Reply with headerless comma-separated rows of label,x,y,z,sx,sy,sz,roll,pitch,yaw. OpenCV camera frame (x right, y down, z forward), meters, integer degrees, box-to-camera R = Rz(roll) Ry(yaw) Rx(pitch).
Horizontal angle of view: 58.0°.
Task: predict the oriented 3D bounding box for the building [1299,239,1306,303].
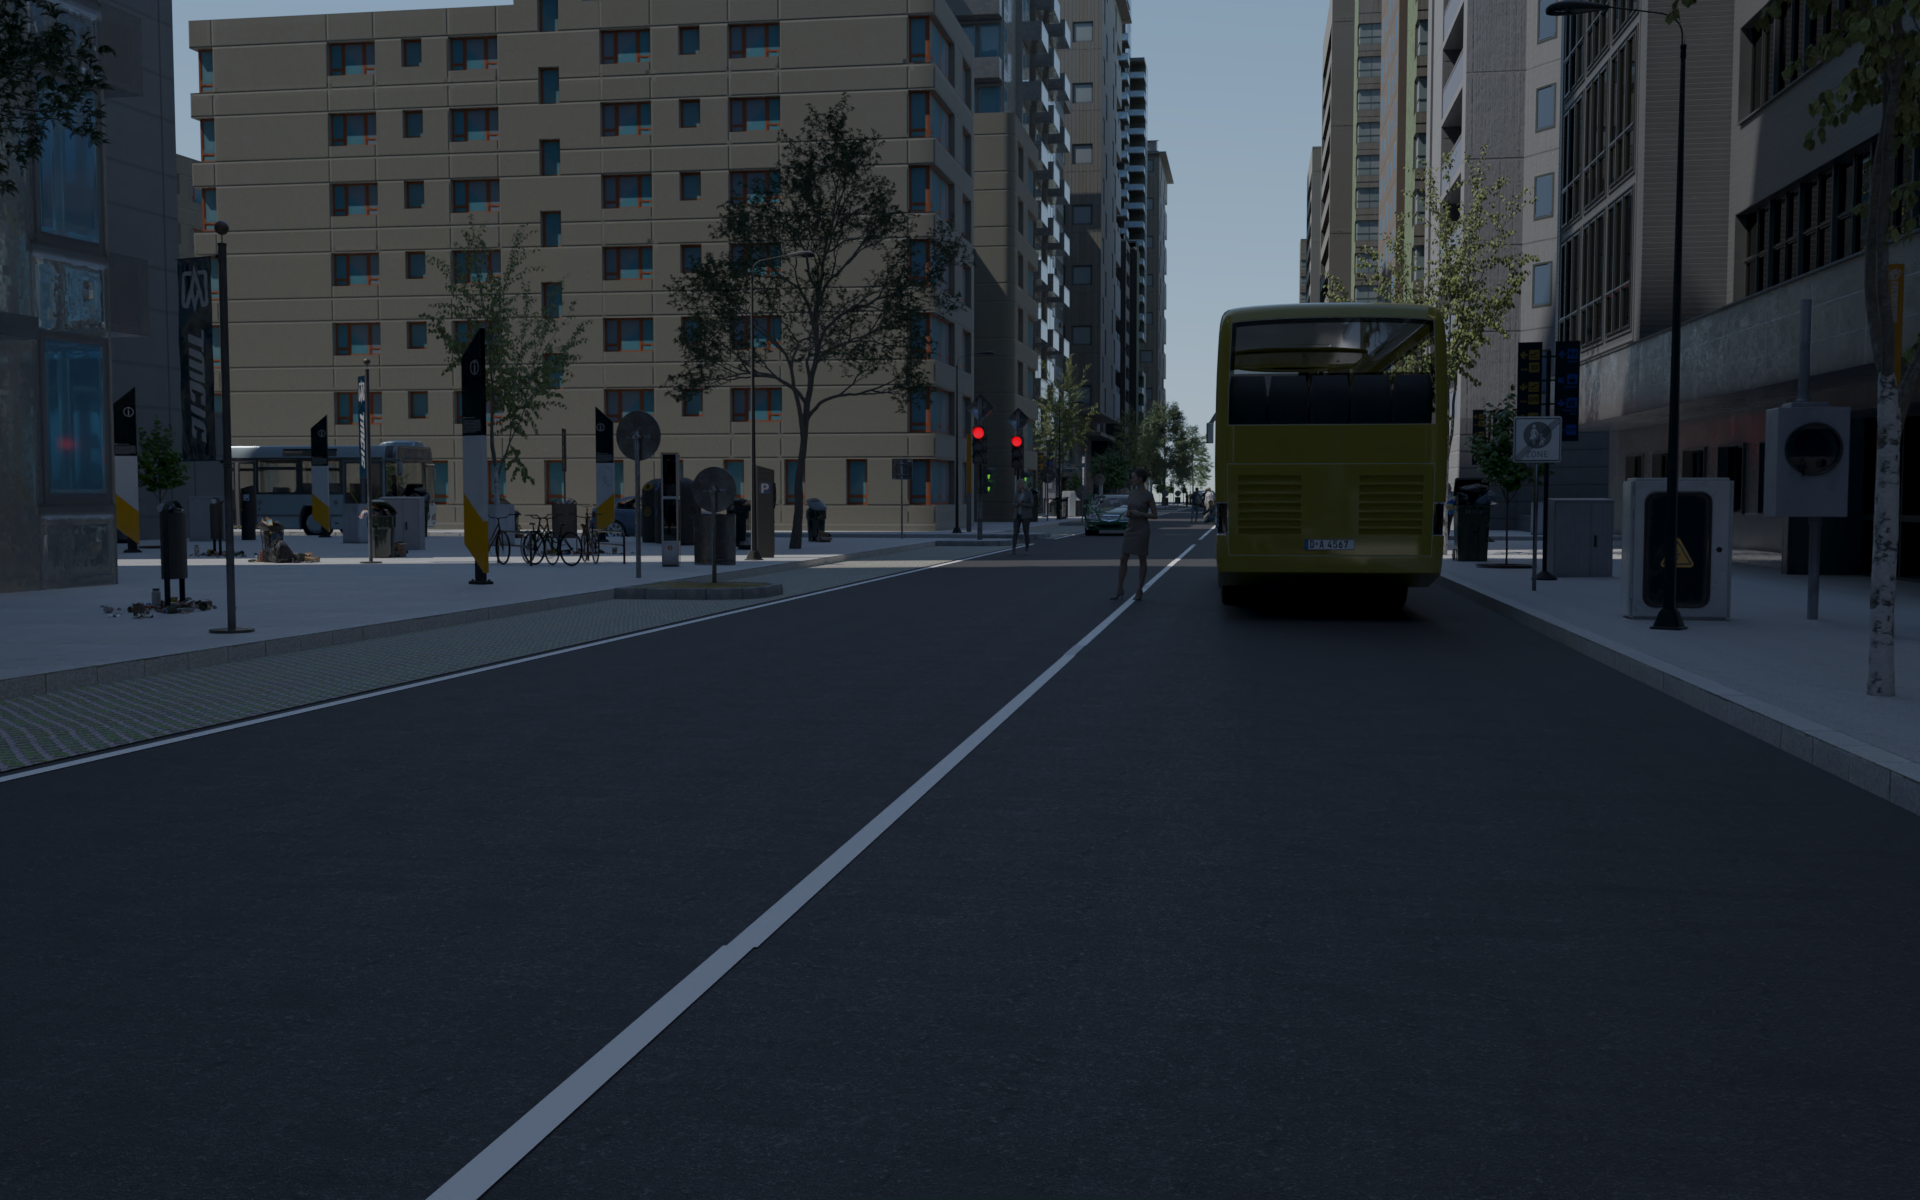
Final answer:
building,61.184,-36.295,277.013,14.154,41.232,14.086,1,4,10

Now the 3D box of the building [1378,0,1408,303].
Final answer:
building,33.133,-27.847,105.417,14.600,45.320,14.200,1,4,10

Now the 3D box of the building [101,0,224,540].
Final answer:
building,-33.831,-36.909,41.715,20.611,71.187,20.563,1,4,10

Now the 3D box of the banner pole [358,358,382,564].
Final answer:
banner pole,-11.054,-2.580,32.199,0.401,3.779,0.863,-2,4,-34

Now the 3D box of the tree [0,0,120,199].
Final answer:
tree,-7.798,-4.560,8.963,7.601,10.594,8.767,0,4,5

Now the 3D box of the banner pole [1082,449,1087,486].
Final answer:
banner pole,6.939,-6.525,96.698,0.401,3.779,0.863,-1,4,-17

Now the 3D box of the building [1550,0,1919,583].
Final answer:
building,18.917,-12.684,26.454,14.314,24.678,30.058,1,4,10

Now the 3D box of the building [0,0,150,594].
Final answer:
building,-23.522,-24.000,12.013,23.786,49.044,30.456,1,4,10

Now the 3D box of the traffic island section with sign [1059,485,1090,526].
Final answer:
traffic island section with sign,5.586,-4.280,78.605,1.989,1.847,2.006,1,4,10

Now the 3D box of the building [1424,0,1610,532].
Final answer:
building,32.238,-31.793,61.812,28.212,58.520,21.231,1,4,10

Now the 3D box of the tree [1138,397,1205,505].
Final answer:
tree,24.195,-17.622,205.129,9.611,12.733,9.660,0,3,0

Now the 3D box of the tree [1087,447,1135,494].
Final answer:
tree,10.432,-8.314,119.644,4.285,4.588,4.351,0,3,0

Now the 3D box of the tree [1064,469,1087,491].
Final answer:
tree,8.569,-8.253,129.537,1.663,3.219,1.824,0,3,0

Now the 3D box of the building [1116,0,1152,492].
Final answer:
building,15.107,-56.227,231.982,22.319,86.520,31.000,1,4,10

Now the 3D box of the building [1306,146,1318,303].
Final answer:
building,56.633,-36.962,228.034,21.300,48.544,21.600,1,4,10

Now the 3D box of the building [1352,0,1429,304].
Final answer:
building,39.017,-27.991,141.246,14.154,41.232,14.086,1,4,10

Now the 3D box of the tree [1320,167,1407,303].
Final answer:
tree,10.057,-5.269,36.515,4.737,8.622,4.395,0,3,0

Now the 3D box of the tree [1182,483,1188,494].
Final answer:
tree,34.724,-16.750,268.465,1.663,3.219,1.824,0,3,0

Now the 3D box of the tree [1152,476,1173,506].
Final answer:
tree,25.221,-13.505,215.411,1.663,3.219,1.824,0,3,0

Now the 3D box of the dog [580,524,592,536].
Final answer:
dog,-11.695,-2.163,54.649,0.406,0.507,0.540,1,4,9

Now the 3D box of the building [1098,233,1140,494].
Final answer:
building,12.276,-25.645,191.003,14.160,30.474,14.107,1,4,10

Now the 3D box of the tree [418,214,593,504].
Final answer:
tree,-12.236,-5.877,46.457,4.737,8.622,4.395,0,3,0

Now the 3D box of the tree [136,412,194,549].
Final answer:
tree,-19.084,-2.838,40.997,1.663,3.219,1.824,0,3,0

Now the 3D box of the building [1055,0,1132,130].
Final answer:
building,1.645,-35.572,170.839,28.713,52.752,27.495,1,4,10

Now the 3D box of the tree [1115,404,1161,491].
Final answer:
tree,14.425,-11.798,143.263,4.737,8.622,4.395,0,3,0

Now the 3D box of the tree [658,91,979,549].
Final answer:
tree,-3.557,-6.468,40.159,7.601,10.594,8.767,2,4,23

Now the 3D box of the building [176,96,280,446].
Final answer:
building,-54.830,-14.697,85.338,28.899,21.520,27.650,1,4,10

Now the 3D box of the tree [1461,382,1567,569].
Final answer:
tree,9.674,-2.173,30.125,1.663,3.219,1.824,0,3,0

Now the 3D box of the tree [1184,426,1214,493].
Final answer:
tree,38.498,-22.634,288.198,7.486,12.596,7.792,0,3,0

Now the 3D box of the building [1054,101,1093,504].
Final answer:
building,-4.224,-27.742,145.460,32.217,40.220,23.993,1,4,10

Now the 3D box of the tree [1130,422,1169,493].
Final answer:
tree,18.905,-13.486,170.854,4.360,8.622,3.978,0,3,0

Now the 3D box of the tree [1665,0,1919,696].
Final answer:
tree,6.066,-3.687,10.648,4.737,8.622,4.395,0,3,0

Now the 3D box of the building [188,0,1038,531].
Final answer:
building,-12.096,-14.097,75.525,27.650,21.520,28.899,1,4,10

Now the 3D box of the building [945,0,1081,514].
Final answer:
building,-4.822,-30.091,111.599,23.786,49.044,30.456,1,4,10

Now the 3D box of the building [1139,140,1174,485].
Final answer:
building,17.358,-41.213,263.064,28.713,52.752,27.495,1,4,10

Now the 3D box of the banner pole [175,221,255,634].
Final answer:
banner pole,-6.967,-1.595,16.090,0.863,3.779,0.401,2,4,29

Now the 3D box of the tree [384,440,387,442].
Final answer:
tree,-20.166,-4.073,61.191,1.663,3.219,1.824,0,3,0

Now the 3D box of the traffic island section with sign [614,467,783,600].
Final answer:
traffic island section with sign,-3.566,-0.956,24.258,1.989,1.847,2.006,1,4,10

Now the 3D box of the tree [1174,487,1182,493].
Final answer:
tree,28.204,-14.497,231.627,1.663,3.219,1.824,0,3,0

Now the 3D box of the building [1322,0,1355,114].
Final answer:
building,44.297,-32.729,158.819,21.300,48.544,21.600,1,4,10

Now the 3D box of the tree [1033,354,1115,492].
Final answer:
tree,5.266,-8.625,91.377,4.737,8.622,4.395,0,3,0
